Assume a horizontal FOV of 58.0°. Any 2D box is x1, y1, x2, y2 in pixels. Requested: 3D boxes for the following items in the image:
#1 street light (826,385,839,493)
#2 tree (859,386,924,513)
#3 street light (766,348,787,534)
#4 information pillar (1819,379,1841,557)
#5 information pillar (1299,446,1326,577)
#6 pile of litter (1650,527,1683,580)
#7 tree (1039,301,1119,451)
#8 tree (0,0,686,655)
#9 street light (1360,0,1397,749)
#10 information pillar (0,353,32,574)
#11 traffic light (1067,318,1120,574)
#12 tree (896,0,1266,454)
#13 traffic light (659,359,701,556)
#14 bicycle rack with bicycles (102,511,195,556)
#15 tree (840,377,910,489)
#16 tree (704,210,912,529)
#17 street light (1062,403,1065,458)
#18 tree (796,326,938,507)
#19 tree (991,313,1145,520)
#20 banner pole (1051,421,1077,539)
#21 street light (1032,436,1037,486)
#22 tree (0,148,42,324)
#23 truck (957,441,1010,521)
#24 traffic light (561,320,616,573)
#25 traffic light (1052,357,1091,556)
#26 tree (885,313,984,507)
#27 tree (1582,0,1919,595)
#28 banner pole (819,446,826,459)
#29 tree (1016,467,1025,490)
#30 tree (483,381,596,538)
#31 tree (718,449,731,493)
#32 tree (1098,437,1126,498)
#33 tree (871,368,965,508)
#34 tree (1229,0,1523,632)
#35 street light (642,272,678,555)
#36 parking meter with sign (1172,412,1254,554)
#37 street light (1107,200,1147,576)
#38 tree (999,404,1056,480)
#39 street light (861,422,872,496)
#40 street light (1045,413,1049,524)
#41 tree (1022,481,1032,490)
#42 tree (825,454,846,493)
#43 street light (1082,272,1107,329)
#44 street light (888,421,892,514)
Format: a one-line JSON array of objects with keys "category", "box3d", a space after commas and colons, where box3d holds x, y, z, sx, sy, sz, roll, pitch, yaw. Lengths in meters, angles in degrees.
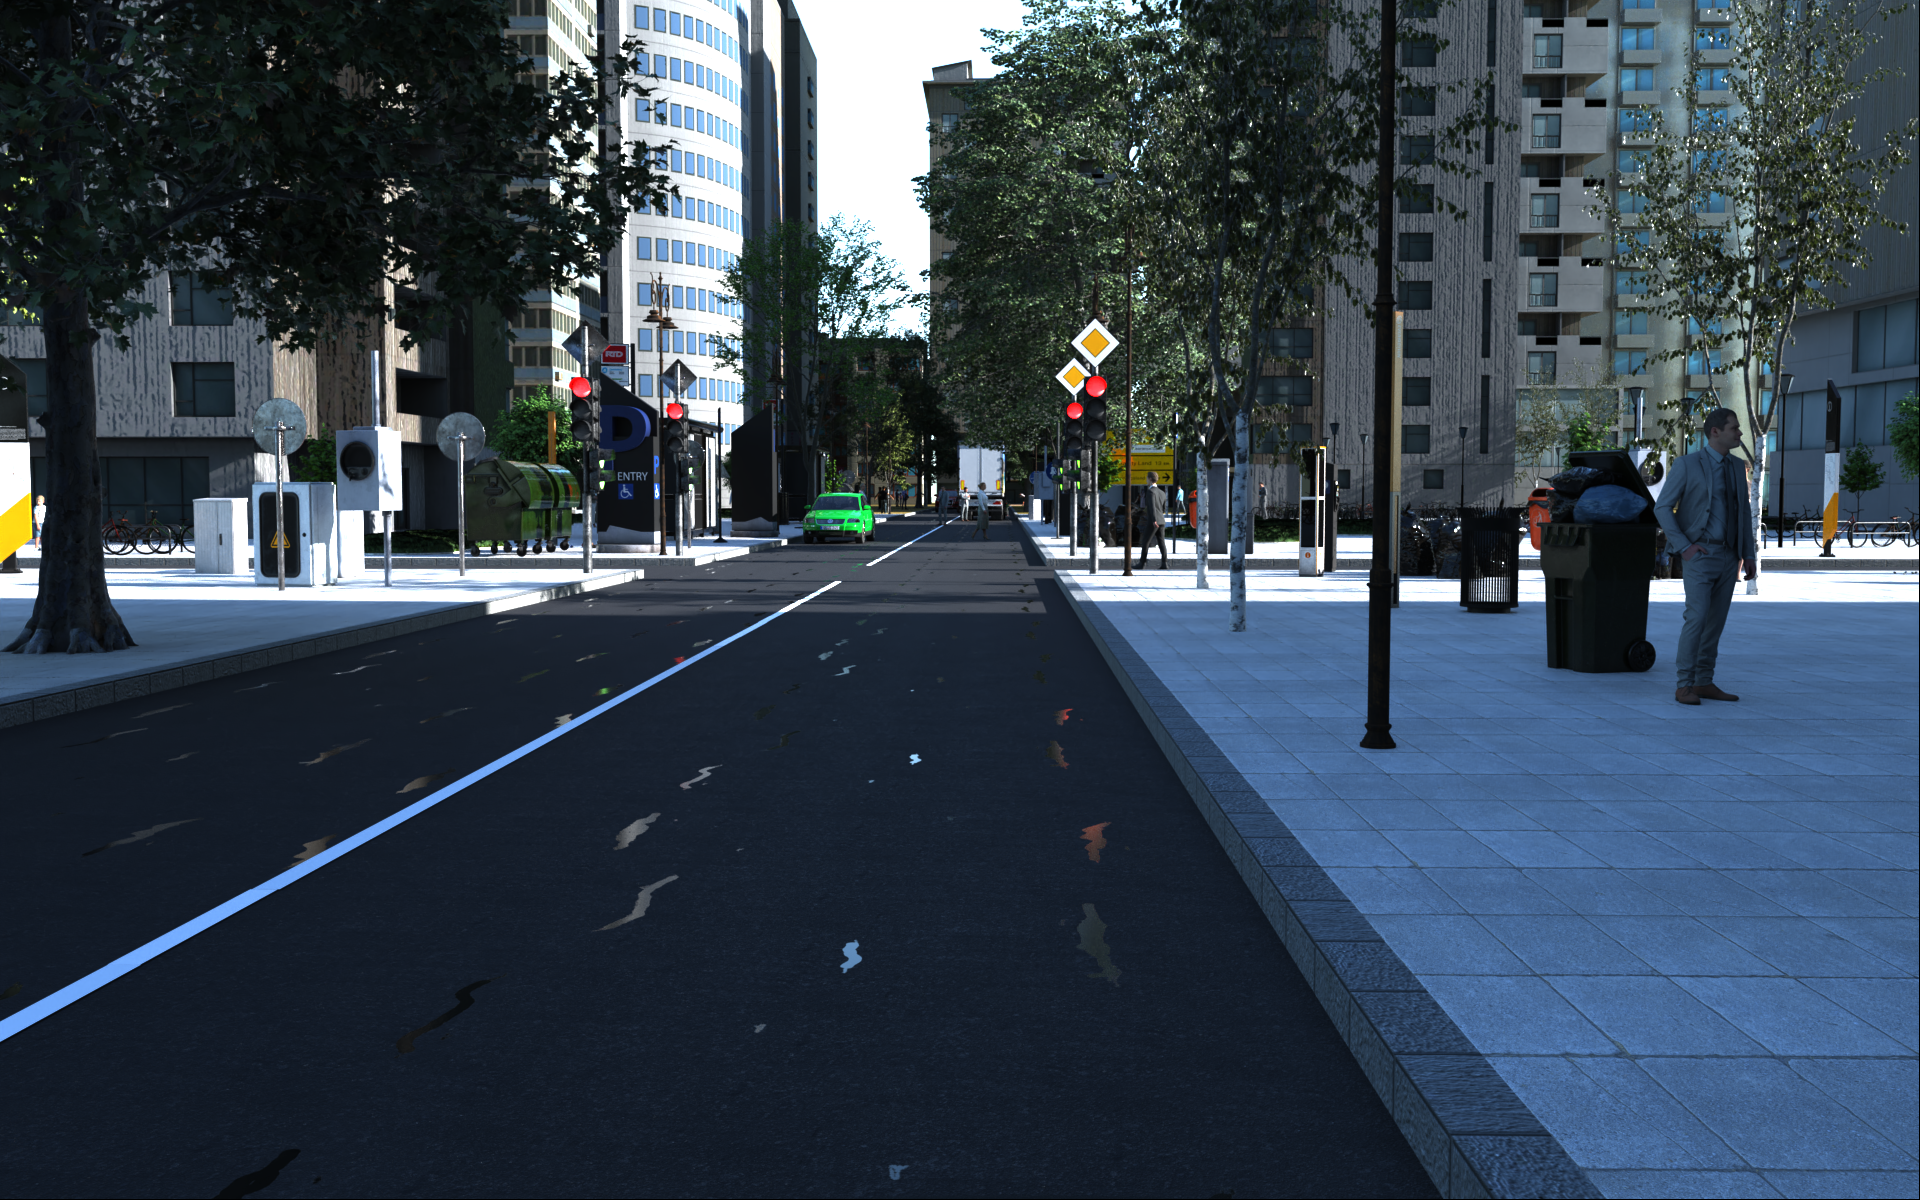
[{"category": "street light", "box3d": [-5.387, -6.154, 73.403, 0.468, 5.910, 1.993, 0, 4, 1]}, {"category": "tree", "box3d": [-4.823, -10.136, 116.087, 4.737, 8.622, 4.395, 0, 3, 0]}, {"category": "street light", "box3d": [-5.828, -5.037, 55.139, 0.468, 5.910, 1.993, 0, 4, 1]}, {"category": "information pillar", "box3d": [17.697, -2.679, 35.163, 0.183, 3.616, 0.504, 0, 4, 4]}, {"category": "information pillar", "box3d": [5.462, -1.368, 26.866, 0.304, 2.012, 0.304, 2, 4, 34]}, {"category": "pile of litter", "box3d": [10.432, -0.759, 26.368, 1.719, 0.858, 1.176, -1, 4, -10]}, {"category": "tree", "box3d": [4.220, -6.922, 63.539, 4.737, 8.622, 4.395, 0, 3, 0]}, {"category": "tree", "box3d": [-7.338, -5.939, 14.104, 9.611, 12.733, 9.660, 0, 3, 0]}, {"category": "street light", "box3d": [2.122, -2.191, 8.616, 0.468, 5.910, 1.993, 0, 4, 1]}, {"category": "information pillar", "box3d": [-15.276, -2.235, 27.904, 0.504, 3.616, 0.183, -1, 4, -15]}, {"category": "traffic light", "box3d": [2.142, -2.378, 27.794, 0.839, 4.253, 0.868, 0, 4, 1]}, {"category": "tree", "box3d": [3.274, -8.384, 43.738, 9.857, 13.997, 8.962, 0, 3, 0]}, {"category": "traffic light", "box3d": [-5.828, -2.877, 35.954, 0.839, 4.253, 0.868, 0, 4, 1]}, {"category": "bicycle rack with bicycles", "box3d": [-17.589, -1.448, 37.060, 2.925, 0.926, 2.852, -1, 4, -16]}, {"category": "tree", "box3d": [-5.337, -9.366, 103.491, 4.360, 8.622, 3.978, 0, 3, 0]}, {"category": "tree", "box3d": [-5.604, -8.477, 64.362, 9.928, 11.665, 9.643, 0, 3, 0]}, {"category": "street light", "box3d": [3.312, -5.053, 55.397, 0.468, 5.910, 1.993, 0, 4, 1]}, {"category": "tree", "box3d": [-5.225, -9.929, 96.750, 8.767, 10.594, 7.601, 0, 4, 7]}, {"category": "tree", "box3d": [4.851, -9.222, 85.184, 7.601, 10.594, 8.767, 3, 4, 38]}, {"category": "banner pole", "box3d": [3.035, -3.643, 49.575, 0.863, 3.779, 0.401, 0, 4, 1]}, {"category": "street light", "box3d": [4.643, -8.404, 110.189, 0.468, 5.910, 1.993, 0, 4, 1]}, {"category": "tree", "box3d": [-14.621, -4.479, 23.586, 4.737, 8.622, 4.395, 0, 3, 0]}, {"category": "truck", "box3d": [1.326, -6.601, 96.844, 2.839, 4.237, 11.283, 0, 4, 3]}, {"category": "traffic light", "box3d": [-6.017, -2.388, 27.971, 0.839, 4.253, 0.868, 0, 4, 1]}, {"category": "traffic light", "box3d": [2.331, -2.866, 35.777, 0.839, 4.253, 0.868, 0, 4, 1]}, {"category": "tree", "box3d": [-2.690, -19.747, 178.755, 12.611, 20.169, 13.585, 0, 3, 0]}, {"category": "tree", "box3d": [10.154, -4.385, 22.062, 4.360, 8.622, 3.978, 0, 3, 0]}, {"category": "banner pole", "box3d": [-7.154, -6.079, 89.407, 0.401, 3.779, 0.863, 2, 4, 31]}, {"category": "tree", "box3d": [6.664, -10.236, 151.065, 4.285, 4.588, 4.351, 0, 3, 0]}, {"category": "tree", "box3d": [-12.232, -4.078, 50.388, 4.285, 4.588, 4.351, 0, 3, 0]}, {"category": "tree", "box3d": [-13.800, -7.678, 109.251, 4.285, 4.588, 4.351, 0, 3, 0]}, {"category": "tree", "box3d": [4.008, -3.453, 51.058, 1.663, 3.219, 1.824, 0, 3, 0]}, {"category": "tree", "box3d": [-3.613, -14.670, 156.855, 9.611, 12.733, 9.660, 0, 3, 0]}, {"category": "tree", "box3d": [2.789, -4.021, 16.105, 4.360, 8.622, 3.978, 0, 3, 0]}, {"category": "street light", "box3d": [-6.234, -3.879, 36.207, 0.468, 5.910, 1.993, 0, 4, 1]}, {"category": "parking meter with sign", "box3d": [5.424, -2.497, 37.080, 1.738, 3.016, 0.543, 1, 4, 11]}, {"category": "street light", "box3d": [2.619, -3.308, 26.879, 0.468, 5.910, 1.993, 0, 4, 1]}, {"category": "tree", "box3d": [6.540, -14.856, 161.027, 7.486, 12.596, 7.792, 0, 3, 0]}, {"category": "street light", "box3d": [-4.930, -7.271, 91.666, 0.468, 5.910, 1.993, 0, 4, 1]}, {"category": "street light", "box3d": [3.689, -6.170, 73.663, 0.468, 5.910, 1.993, 0, 4, 1]}, {"category": "tree", "box3d": [5.631, -8.753, 137.705, 1.663, 3.219, 1.824, 0, 3, 0]}, {"category": "tree", "box3d": [-6.250, -5.430, 83.380, 1.663, 3.219, 1.824, 0, 3, 0]}, {"category": "street light", "box3d": [2.824, -3.886, 36.321, 0.468, 5.910, 1.993, 0, 4, 1]}, {"category": "street light", "box3d": [-4.488, -8.417, 110.405, 0.468, 5.910, 1.993, 0, 4, 1]}]
